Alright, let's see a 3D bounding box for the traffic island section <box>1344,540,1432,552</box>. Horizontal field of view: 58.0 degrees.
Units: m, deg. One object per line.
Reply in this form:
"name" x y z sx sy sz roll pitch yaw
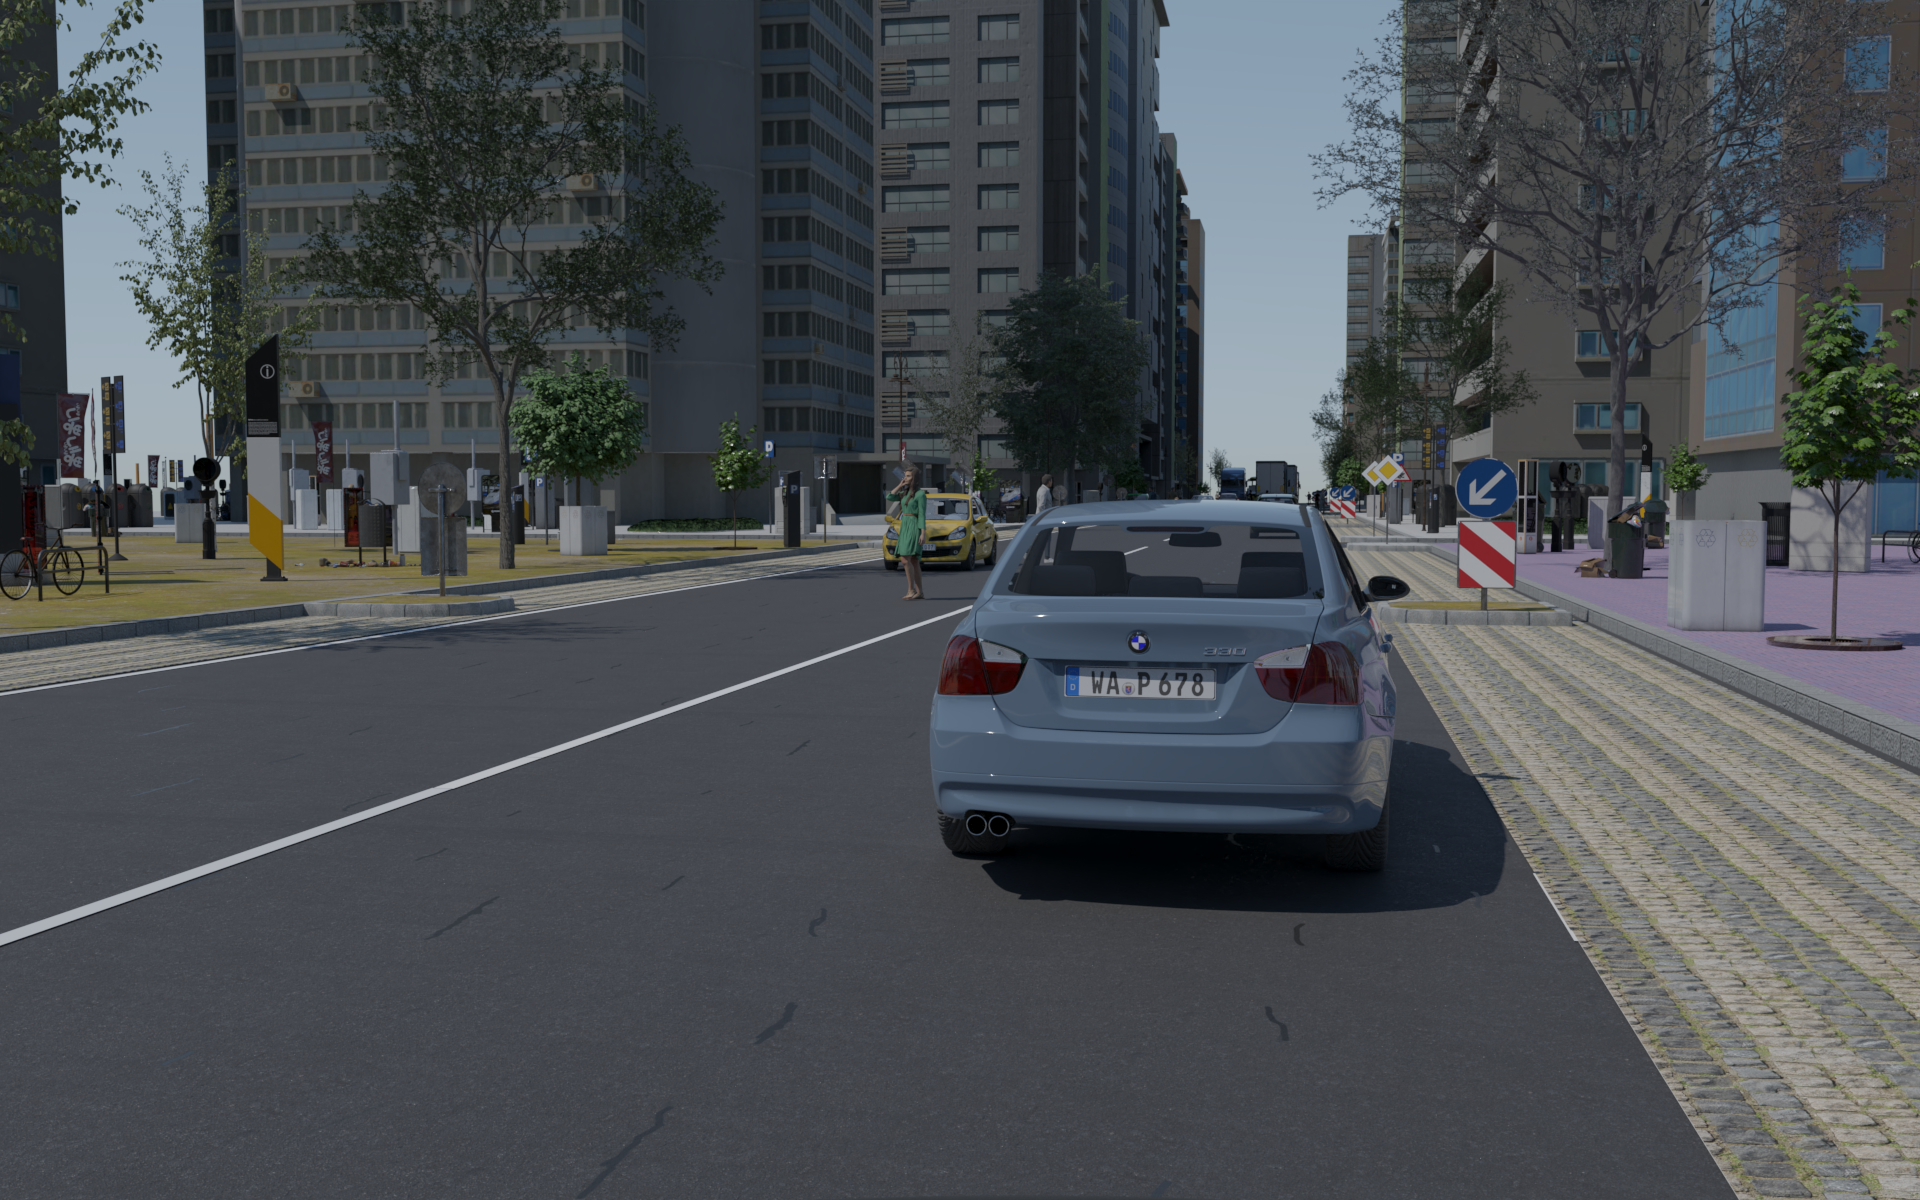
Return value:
"traffic island section" 10.935 -1.345 44.275 2.009 0.180 2.903 1 4 11

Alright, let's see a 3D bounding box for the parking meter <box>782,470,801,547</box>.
"parking meter" -4.063 -2.204 41.746 0.399 1.863 0.255 -2 4 -31

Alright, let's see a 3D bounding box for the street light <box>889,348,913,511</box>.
"street light" -1.871 -5.031 55.039 0.468 5.910 1.993 1 4 11

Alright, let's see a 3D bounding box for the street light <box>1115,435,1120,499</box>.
"street light" 10.785 -8.961 119.303 0.468 5.910 1.993 1 4 11

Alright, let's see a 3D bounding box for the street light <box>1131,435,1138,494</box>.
"street light" 13.210 -9.705 131.460 0.468 5.910 1.993 1 4 11

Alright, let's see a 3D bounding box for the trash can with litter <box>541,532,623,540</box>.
"trash can with litter" -10.471 -2.286 48.427 2.233 1.210 1.678 2 4 28

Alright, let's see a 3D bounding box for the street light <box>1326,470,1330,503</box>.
"street light" 59.689 -18.895 281.720 0.468 5.910 1.993 1 4 11

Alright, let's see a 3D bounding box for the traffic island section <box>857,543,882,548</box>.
"traffic island section" -1.469 -1.494 46.708 2.009 0.180 2.903 1 4 11

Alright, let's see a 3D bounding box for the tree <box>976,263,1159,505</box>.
"tree" 5.986 -11.525 95.085 9.857 13.997 8.962 0 3 0

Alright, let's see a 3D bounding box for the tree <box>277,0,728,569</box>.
"tree" -7.665 -5.832 29.766 8.767 10.594 7.601 1 4 15

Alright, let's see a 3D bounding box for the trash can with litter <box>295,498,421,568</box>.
"trash can with litter" -10.720 -1.206 30.776 2.233 1.210 1.678 1 4 16

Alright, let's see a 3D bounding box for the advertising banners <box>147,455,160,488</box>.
"advertising banners" -36.491 -4.924 76.698 2.074 3.025 0.090 -3 4 -38

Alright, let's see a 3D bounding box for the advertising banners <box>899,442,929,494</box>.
"advertising banners" -1.542 -3.747 57.453 0.090 3.025 2.074 -2 4 -29

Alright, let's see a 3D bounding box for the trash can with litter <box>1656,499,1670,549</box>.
"trash can with litter" 16.462 -1.803 40.860 0.624 1.170 1.055 1 4 17

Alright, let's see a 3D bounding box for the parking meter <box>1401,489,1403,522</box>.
"parking meter" 20.539 -4.442 81.044 0.372 1.533 0.369 0 3 0

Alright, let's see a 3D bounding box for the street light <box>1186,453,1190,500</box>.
"street light" 25.756 -13.610 195.314 0.468 5.910 1.993 1 4 11

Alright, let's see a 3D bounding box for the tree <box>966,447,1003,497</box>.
"tree" 0.659 -4.625 70.221 1.663 3.219 1.824 0 3 0

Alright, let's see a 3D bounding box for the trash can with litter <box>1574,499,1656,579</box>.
"trash can with litter" 9.932 -0.920 26.430 1.055 1.170 0.624 3 5 39

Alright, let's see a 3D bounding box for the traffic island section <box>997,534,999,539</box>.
"traffic island section" 0.071 -1.973 54.544 2.009 0.180 2.903 1 4 11

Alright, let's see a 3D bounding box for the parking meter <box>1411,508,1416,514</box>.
"parking meter" 29.007 -6.409 110.504 0.255 1.863 0.399 3 5 45

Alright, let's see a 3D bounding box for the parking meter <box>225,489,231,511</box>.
"parking meter" -39.673 -5.232 93.956 0.372 1.533 0.369 0 3 0

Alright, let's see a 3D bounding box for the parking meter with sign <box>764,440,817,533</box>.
"parking meter with sign" -5.537 -3.711 56.933 1.738 3.016 0.543 -3 5 -39

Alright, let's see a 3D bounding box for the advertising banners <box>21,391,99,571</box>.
"advertising banners" -15.867 -2.035 29.453 2.074 3.025 0.090 -3 5 -41

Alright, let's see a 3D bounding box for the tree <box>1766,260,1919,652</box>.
"tree" 7.273 -1.212 14.422 1.663 3.219 1.824 0 3 0

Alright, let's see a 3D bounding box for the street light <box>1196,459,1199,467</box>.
"street light" 28.967 -14.615 211.746 0.468 5.910 1.993 1 4 11

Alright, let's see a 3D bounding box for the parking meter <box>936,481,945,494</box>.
"parking meter" -0.896 -4.468 78.766 0.399 1.863 0.255 1 4 18

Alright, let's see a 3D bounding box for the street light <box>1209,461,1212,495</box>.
"street light" 35.221 -16.567 243.658 0.468 5.910 1.993 1 4 11

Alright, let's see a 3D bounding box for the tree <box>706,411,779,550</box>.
"tree" -5.215 -2.775 39.976 1.663 3.219 1.824 0 3 0

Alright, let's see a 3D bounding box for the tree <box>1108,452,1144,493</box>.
"tree" 11.857 -8.673 125.509 4.285 4.588 4.351 0 3 0

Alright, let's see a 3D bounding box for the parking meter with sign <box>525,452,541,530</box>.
"parking meter with sign" -15.073 -4.082 63.001 0.543 3.016 1.738 1 4 20

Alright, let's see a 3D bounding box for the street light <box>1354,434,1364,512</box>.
"street light" 28.814 -9.292 124.716 0.468 5.910 1.993 1 4 11

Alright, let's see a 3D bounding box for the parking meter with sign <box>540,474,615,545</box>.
"parking meter with sign" -9.650 -2.914 43.898 1.738 3.016 0.543 -1 4 -22

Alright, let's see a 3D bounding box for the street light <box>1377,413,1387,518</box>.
"street light" 22.542 -7.331 92.650 0.468 5.910 1.993 1 4 11

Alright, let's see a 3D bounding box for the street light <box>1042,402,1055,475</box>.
"street light" 4.454 -7.010 87.406 0.468 5.910 1.993 1 4 11

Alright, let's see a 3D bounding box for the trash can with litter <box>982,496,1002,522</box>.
"trash can with litter" 1.086 -4.231 80.231 1.678 1.210 2.233 -2 4 -34

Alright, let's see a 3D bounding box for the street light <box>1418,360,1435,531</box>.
"street light" 16.100 -5.329 59.914 0.468 5.910 1.993 1 4 11

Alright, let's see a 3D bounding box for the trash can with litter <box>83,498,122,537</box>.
"trash can with litter" -25.607 -2.470 51.773 0.624 1.170 1.055 1 4 11

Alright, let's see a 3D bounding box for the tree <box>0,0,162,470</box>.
"tree" -9.825 -4.000 15.762 4.737 8.622 4.395 0 3 0

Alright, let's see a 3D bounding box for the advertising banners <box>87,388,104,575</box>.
"advertising banners" -14.007 -1.952 28.099 0.090 3.025 2.074 -2 4 -28

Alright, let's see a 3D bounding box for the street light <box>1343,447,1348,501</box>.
"street light" 37.122 -11.873 166.919 0.468 5.910 1.993 1 4 11

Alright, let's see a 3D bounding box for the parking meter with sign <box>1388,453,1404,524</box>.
"parking meter with sign" 18.587 -4.756 74.024 0.543 3.016 1.738 0 4 8

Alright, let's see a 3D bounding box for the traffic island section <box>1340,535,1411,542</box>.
"traffic island section" 12.475 -1.824 52.111 2.009 0.180 2.903 1 4 11

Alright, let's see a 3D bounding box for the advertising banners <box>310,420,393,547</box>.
"advertising banners" -14.644 -2.795 41.880 2.074 3.025 0.090 -3 5 -41

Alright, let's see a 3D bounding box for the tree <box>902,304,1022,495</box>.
"tree" 0.187 -7.114 66.675 4.360 8.622 3.978 0 3 0

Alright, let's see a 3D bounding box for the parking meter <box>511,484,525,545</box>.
"parking meter" -11.270 -2.181 44.072 0.372 1.533 0.369 0 3 0

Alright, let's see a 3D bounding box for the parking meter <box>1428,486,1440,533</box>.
"parking meter" 15.663 -2.988 57.266 0.372 1.533 0.369 0 3 0

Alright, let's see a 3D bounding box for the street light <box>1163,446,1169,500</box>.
"street light" 19.412 -11.659 163.419 0.468 5.910 1.993 1 4 11
